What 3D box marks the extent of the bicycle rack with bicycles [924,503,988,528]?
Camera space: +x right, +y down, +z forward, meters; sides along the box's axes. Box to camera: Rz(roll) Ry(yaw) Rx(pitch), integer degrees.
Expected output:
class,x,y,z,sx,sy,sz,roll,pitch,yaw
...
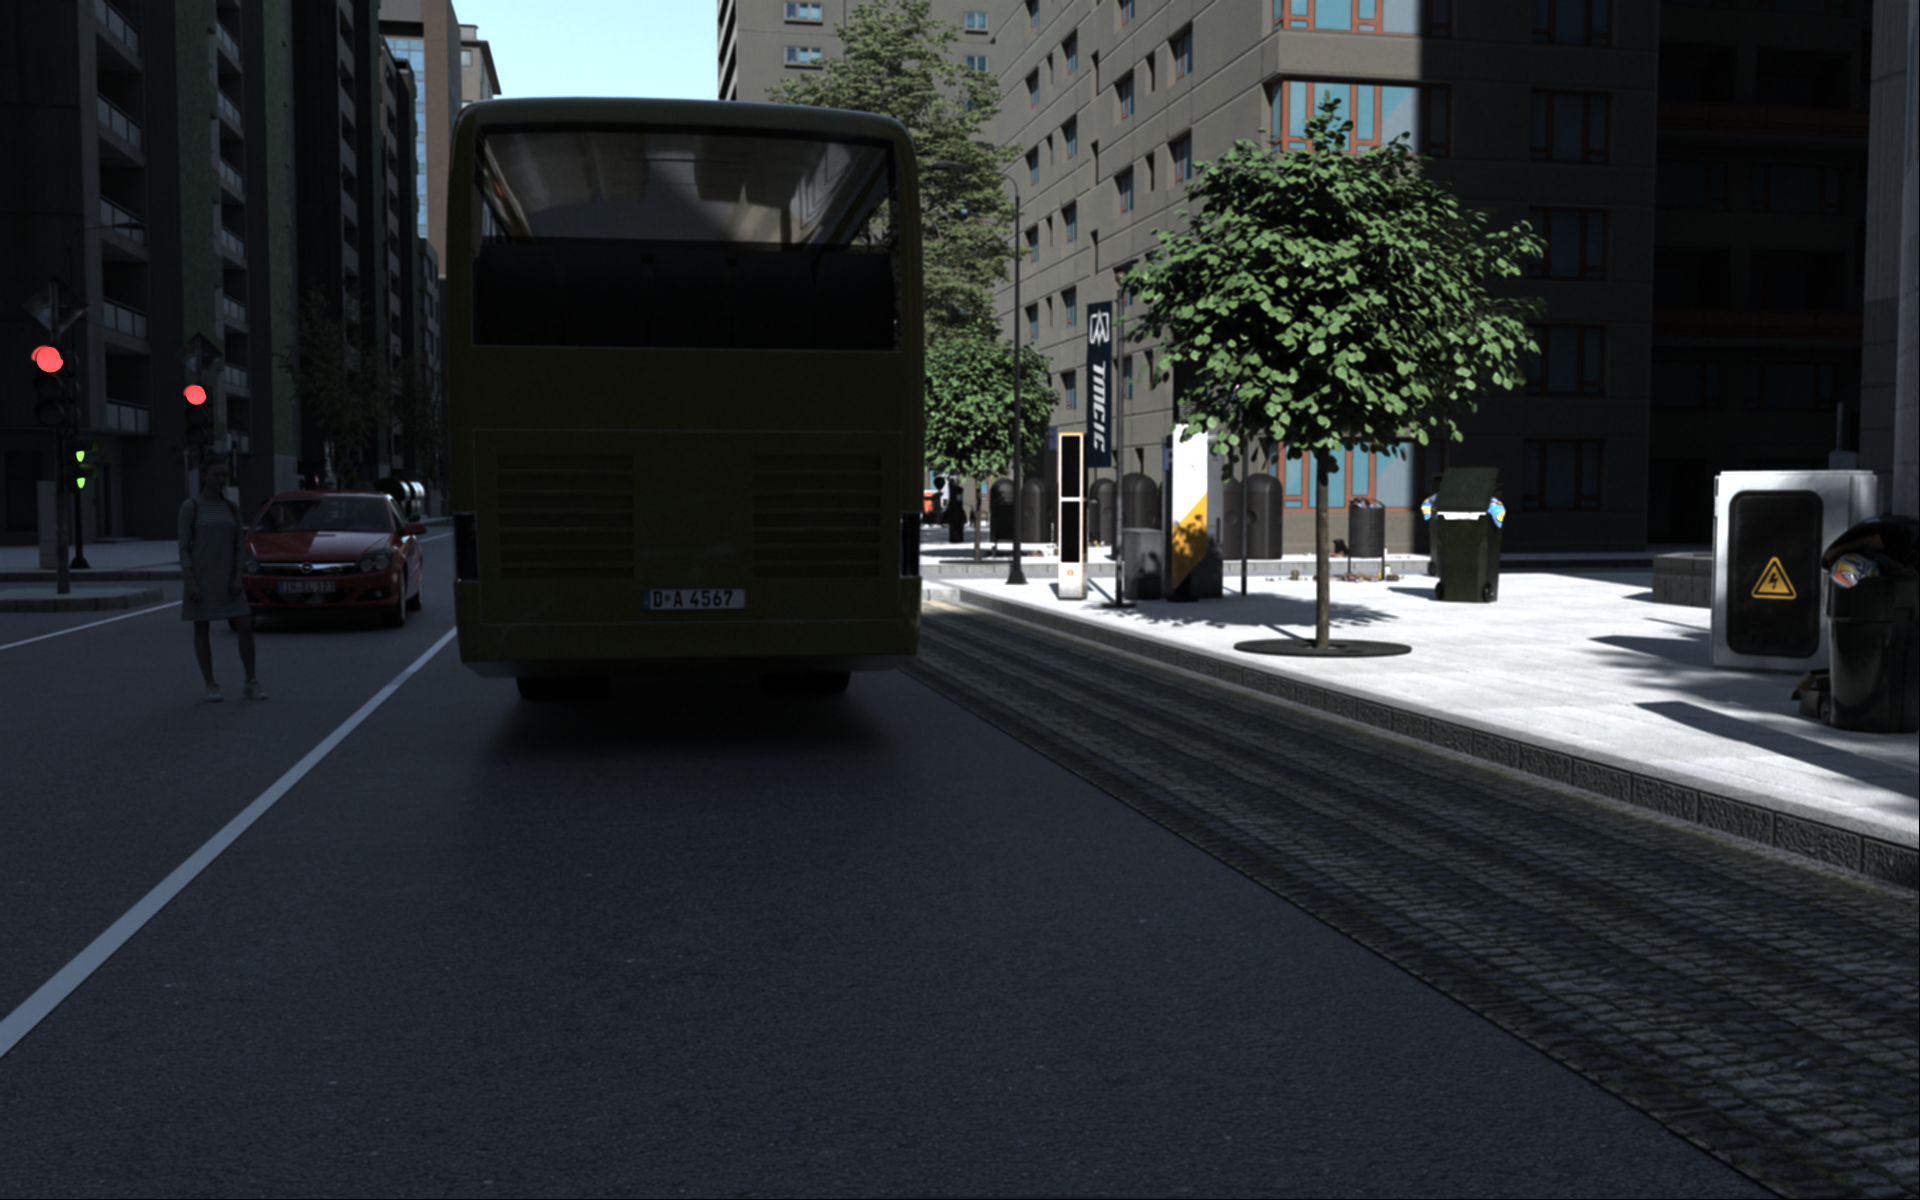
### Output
class,x,y,z,sx,sy,sz,roll,pitch,yaw
bicycle rack with bicycles,-0.142,-3.229,66.179,2.852,0.926,2.925,-1,4,-15

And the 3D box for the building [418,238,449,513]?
class,x,y,z,sx,sy,sz,roll,pitch,yaw
building,-52.396,-17.339,128.531,27.650,21.520,28.899,-1,4,-12

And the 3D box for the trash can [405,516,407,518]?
class,x,y,z,sx,sy,sz,roll,pitch,yaw
trash can,-28.408,-4.670,88.003,0.748,1.137,0.748,0,3,0

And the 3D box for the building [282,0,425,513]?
class,x,y,z,sx,sy,sz,roll,pitch,yaw
building,-41.839,-20.599,108.503,14.160,30.474,14.107,-1,4,-12

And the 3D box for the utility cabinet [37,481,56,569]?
class,x,y,z,sx,sy,sz,roll,pitch,yaw
utility cabinet,-15.640,-1.297,29.882,0.318,1.500,1.173,-1,4,-21

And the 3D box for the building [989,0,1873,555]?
class,x,y,z,sx,sy,sz,roll,pitch,yaw
building,17.983,-12.673,52.240,28.899,21.520,27.650,-1,4,-12

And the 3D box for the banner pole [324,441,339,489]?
class,x,y,z,sx,sy,sz,roll,pitch,yaw
banner pole,-25.971,-5.000,71.767,0.401,3.779,0.863,2,4,34

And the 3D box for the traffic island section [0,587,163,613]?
class,x,y,z,sx,sy,sz,roll,pitch,yaw
traffic island section,-11.580,-0.003,22.335,2.009,0.180,2.903,-1,4,-12

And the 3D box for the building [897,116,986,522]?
class,x,y,z,sx,sy,sz,roll,pitch,yaw
building,4.672,-15.339,95.832,27.650,21.520,28.899,-1,4,-12

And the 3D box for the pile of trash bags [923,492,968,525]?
class,x,y,z,sx,sy,sz,roll,pitch,yaw
pile of trash bags,-0.884,-3.913,73.728,1.912,1.369,3.447,1,4,16

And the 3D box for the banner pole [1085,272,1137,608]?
class,x,y,z,sx,sy,sz,roll,pitch,yaw
banner pole,1.687,-1.822,19.811,0.401,3.779,0.863,-2,4,-32

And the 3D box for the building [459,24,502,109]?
class,x,y,z,sx,sy,sz,roll,pitch,yaw
building,-67.393,-37.210,197.628,28.713,52.752,27.495,-1,4,-12

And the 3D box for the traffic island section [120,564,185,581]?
class,x,y,z,sx,sy,sz,roll,pitch,yaw
traffic island section,-13.179,-0.482,30.159,2.009,0.180,2.903,-1,4,-12

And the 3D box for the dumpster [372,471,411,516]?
class,x,y,z,sx,sy,sz,roll,pitch,yaw
dumpster,-24.003,-4.304,72.856,1.502,2.255,1.985,-1,4,-11

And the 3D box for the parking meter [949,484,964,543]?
class,x,y,z,sx,sy,sz,roll,pitch,yaw
parking meter,-0.096,-2.284,45.749,0.372,1.533,0.369,0,3,0

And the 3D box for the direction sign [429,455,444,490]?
class,x,y,z,sx,sy,sz,roll,pitch,yaw
direction sign,-30.568,-6.682,101.251,0.876,3.537,0.379,1,4,9

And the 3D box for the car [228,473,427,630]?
class,x,y,z,sx,sy,sz,roll,pitch,yaw
car,-7.192,-0.659,19.808,2.155,1.783,4.494,-1,4,-13

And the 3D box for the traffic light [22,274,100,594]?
class,x,y,z,sx,sy,sz,roll,pitch,yaw
traffic light,-11.538,-2.036,22.209,0.839,4.253,0.868,-1,4,-12

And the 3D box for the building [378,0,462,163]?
class,x,y,z,sx,sy,sz,roll,pitch,yaw
building,-50.653,-30.581,150.112,14.600,45.320,14.200,-1,4,-12

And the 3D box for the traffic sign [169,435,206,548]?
class,x,y,z,sx,sy,sz,roll,pitch,yaw
traffic sign,-16.625,-2.275,37.299,0.768,2.556,0.104,0,4,-4

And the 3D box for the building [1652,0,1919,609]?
class,x,y,z,sx,sy,sz,roll,pitch,yaw
building,19.804,-28.612,9.813,21.231,58.520,28.212,-1,4,-12

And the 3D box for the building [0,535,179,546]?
class,x,y,z,sx,sy,sz,roll,pitch,yaw
building,-27.915,-22.026,43.719,14.154,41.232,14.086,-1,4,-12

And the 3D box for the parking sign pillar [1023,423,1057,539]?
class,x,y,z,sx,sy,sz,roll,pitch,yaw
parking sign pillar,2.299,-3.766,50.039,1.447,3.967,1.447,-2,4,-27

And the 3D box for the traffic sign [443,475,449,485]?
class,x,y,z,sx,sy,sz,roll,pitch,yaw
traffic sign,-30.453,-6.330,103.504,0.884,2.594,0.081,0,4,-6

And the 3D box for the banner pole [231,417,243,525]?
class,x,y,z,sx,sy,sz,roll,pitch,yaw
banner pole,-23.654,-4.077,56.683,0.401,3.779,0.863,-3,5,-45

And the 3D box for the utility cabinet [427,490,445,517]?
class,x,y,z,sx,sy,sz,roll,pitch,yaw
utility cabinet,-28.487,-5.242,94.392,0.318,1.500,1.173,3,4,37

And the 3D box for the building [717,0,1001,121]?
class,x,y,z,sx,sy,sz,roll,pitch,yaw
building,-6.971,-31.073,131.747,21.300,48.544,21.600,-1,4,-12

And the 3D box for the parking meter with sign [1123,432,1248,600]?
class,x,y,z,sx,sy,sz,roll,pitch,yaw
parking meter with sign,2.851,-1.536,21.376,1.738,3.016,0.543,-2,4,-28

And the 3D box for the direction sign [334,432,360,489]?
class,x,y,z,sx,sy,sz,roll,pitch,yaw
direction sign,-22.411,-4.363,63.333,0.876,3.537,0.379,-1,4,-8

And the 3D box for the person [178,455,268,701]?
class,x,y,z,sx,sy,sz,roll,pitch,yaw
person,-5.172,-0.155,12.033,0.522,1.701,0.512,3,5,41

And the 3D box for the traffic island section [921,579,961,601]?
class,x,y,z,sx,sy,sz,roll,pitch,yaw
traffic island section,-1.250,-0.132,24.434,2.009,0.180,2.903,-1,4,-12

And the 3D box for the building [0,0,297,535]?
class,x,y,z,sx,sy,sz,roll,pitch,yaw
building,-33.926,-23.327,64.994,14.154,41.232,14.086,-1,4,-12
